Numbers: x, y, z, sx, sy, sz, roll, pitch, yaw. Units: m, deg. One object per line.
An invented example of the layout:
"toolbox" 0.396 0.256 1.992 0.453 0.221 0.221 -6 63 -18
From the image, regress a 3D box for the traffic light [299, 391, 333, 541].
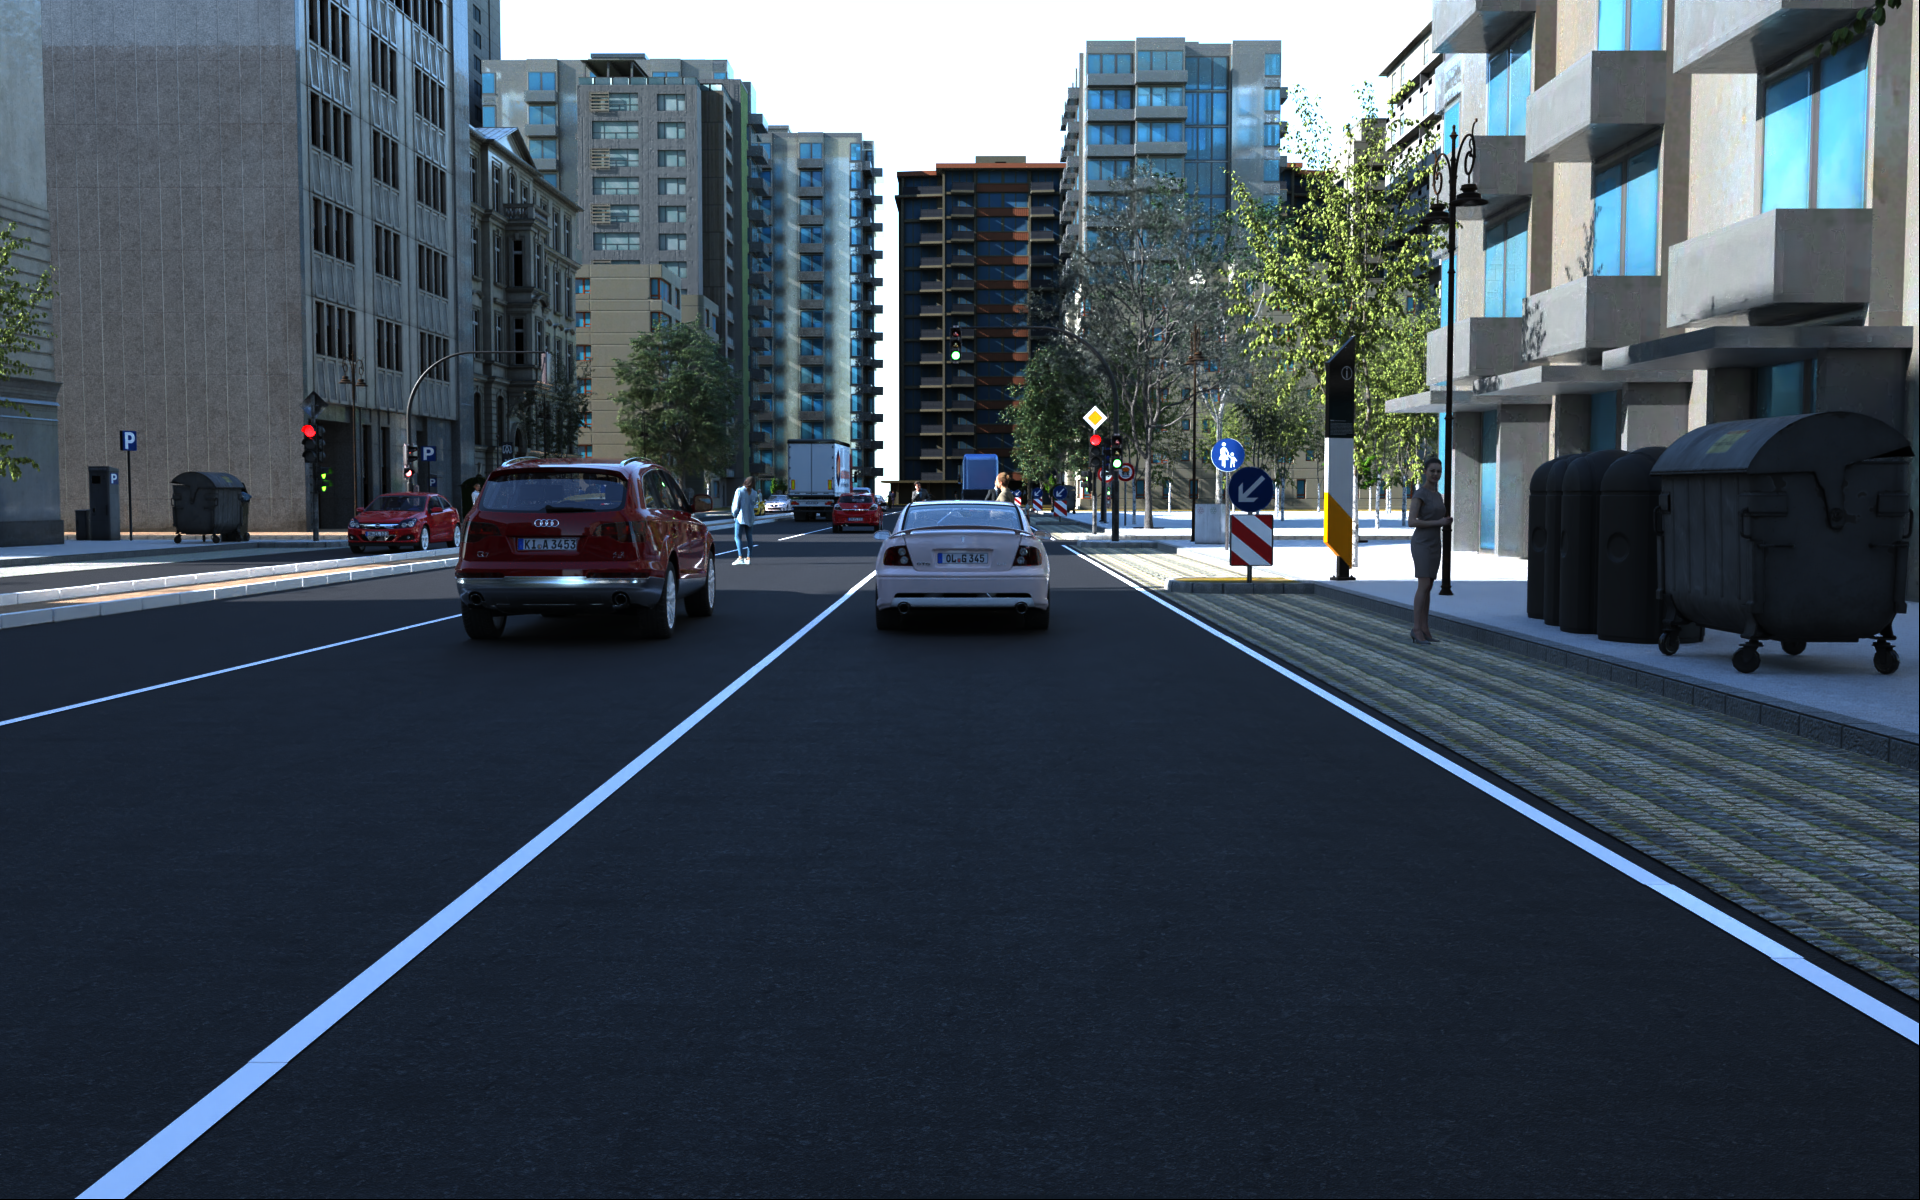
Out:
"traffic light" -17.561 -3.562 47.156 0.839 4.253 0.868 0 4 0

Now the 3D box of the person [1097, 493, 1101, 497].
"person" 11.711 -8.227 140.689 1.348 1.807 0.705 2 4 30

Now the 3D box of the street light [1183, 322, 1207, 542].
"street light" 6.313 -4.516 46.622 0.468 5.910 1.993 0 4 0

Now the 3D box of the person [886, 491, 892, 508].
"person" -7.136 -10.088 174.172 0.721 1.736 1.217 2 4 29

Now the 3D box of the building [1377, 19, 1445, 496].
"building" 59.914 -36.621 187.987 27.495 52.752 28.713 0 4 0

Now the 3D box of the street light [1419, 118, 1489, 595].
"street light" 6.183 -3.001 21.857 0.468 5.910 1.993 0 4 0

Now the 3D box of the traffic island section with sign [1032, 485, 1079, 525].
"traffic island section with sign" 4.509 -4.390 80.399 1.989 1.847 2.006 0 4 0

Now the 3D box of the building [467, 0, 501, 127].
"building" -63.248 -46.137 192.584 20.611 71.187 20.563 0 4 0

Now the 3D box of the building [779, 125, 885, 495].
"building" -25.091 -37.186 227.595 30.456 49.044 23.786 0 4 0

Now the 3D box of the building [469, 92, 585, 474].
"building" -29.906 -16.858 94.708 14.460 24.649 34.723 0 4 0

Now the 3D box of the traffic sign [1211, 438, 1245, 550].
"traffic sign" 6.098 -2.409 39.491 0.768 2.556 0.104 0 4 6

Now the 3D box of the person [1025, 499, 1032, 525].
"person" 2.632 -3.275 66.728 0.352 1.250 0.332 3 5 41

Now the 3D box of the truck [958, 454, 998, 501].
"truck" 1.472 -7.379 110.401 2.967 4.110 18.799 0 4 -1

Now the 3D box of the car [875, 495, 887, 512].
"car" -6.984 -7.868 140.999 2.083 1.381 4.827 0 4 1

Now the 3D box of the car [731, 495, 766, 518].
"car" -12.732 -5.760 104.404 2.015 1.641 3.980 0 4 -1

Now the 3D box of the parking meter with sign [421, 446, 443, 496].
"parking meter with sign" -19.338 -4.135 63.872 0.543 3.016 1.738 0 4 -1

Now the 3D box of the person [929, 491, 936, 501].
"person" -3.373 -11.574 198.462 1.217 1.735 0.721 -1 4 -21

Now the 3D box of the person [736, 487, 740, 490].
"person" -10.420 -4.517 82.625 0.573 1.790 0.520 1 4 19

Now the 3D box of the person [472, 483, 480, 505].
"person" -16.652 -3.110 59.573 0.641 1.798 0.478 2 4 32

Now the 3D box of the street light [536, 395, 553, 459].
"street light" -19.337 -6.603 80.740 0.468 5.910 1.993 0 4 0

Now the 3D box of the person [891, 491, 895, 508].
"person" -7.184 -10.687 183.677 0.683 1.767 0.568 0 4 -4

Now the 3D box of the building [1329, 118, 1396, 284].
"building" 59.410 -36.865 226.440 21.600 48.544 21.300 0 4 0

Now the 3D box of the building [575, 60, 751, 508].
"building" -28.074 -29.494 165.829 14.154 41.232 14.086 0 4 0

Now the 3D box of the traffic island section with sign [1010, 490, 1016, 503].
"traffic island section with sign" 5.102 -9.071 156.935 1.989 1.847 2.006 0 4 0

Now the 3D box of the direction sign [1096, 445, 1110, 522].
"direction sign" 6.621 -5.391 80.148 0.876 3.537 0.379 -3 5 -43

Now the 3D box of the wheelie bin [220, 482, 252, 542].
"wheelie bin" -19.660 -2.385 46.907 0.980 1.594 0.693 0 4 4

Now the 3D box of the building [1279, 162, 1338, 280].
"building" 33.432 -34.987 226.667 28.867 44.769 22.147 0 4 0

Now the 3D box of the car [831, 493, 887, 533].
"car" -3.863 -3.464 65.671 2.155 1.783 4.494 0 4 -1

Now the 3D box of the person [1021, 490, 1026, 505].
"person" 7.534 -12.074 204.189 0.721 1.736 1.217 -2 4 -23

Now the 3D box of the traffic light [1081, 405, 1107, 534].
"traffic light" 4.262 -4.041 54.987 0.839 4.253 0.868 0 4 0

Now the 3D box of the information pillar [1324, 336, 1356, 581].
"information pillar" 5.627 -2.097 25.646 0.504 3.616 0.183 -2 4 -27

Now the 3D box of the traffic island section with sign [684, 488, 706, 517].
"traffic island section with sign" -16.807 -6.041 107.390 1.989 1.847 2.006 0 4 0

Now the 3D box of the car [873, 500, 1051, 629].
"car" 0.027 -0.450 19.723 2.083 1.381 4.827 0 3 0

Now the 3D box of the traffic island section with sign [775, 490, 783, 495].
"traffic island section with sign" -16.415 -9.094 157.308 1.989 1.847 2.006 0 4 0

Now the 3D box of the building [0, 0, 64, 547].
"building" -31.971 -11.627 39.259 18.267 20.994 9.793 0 4 0

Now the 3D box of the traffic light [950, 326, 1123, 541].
"traffic light" 2.108 -4.416 46.877 4.771 5.953 1.251 0 4 0

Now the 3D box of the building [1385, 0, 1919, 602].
"building" 20.961 -24.953 27.593 23.786 49.044 30.456 0 4 0

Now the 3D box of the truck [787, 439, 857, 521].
"truck" -7.408 -6.429 94.023 2.839 4.237 11.283 0 4 2

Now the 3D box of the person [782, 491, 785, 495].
"person" -16.118 -9.184 159.371 0.721 1.735 1.217 -3 5 -41

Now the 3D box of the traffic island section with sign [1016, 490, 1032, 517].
"traffic island section with sign" 4.717 -6.105 108.451 1.989 1.847 2.006 0 4 0

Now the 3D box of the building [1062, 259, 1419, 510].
"building" 23.865 -19.072 156.858 27.650 21.520 28.899 0 4 0

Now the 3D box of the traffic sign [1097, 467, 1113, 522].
"traffic sign" 6.557 -4.756 77.872 0.768 2.556 0.104 0 4 4

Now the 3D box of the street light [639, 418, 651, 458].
"street light" -19.249 -8.139 105.868 0.468 5.910 1.993 0 4 0

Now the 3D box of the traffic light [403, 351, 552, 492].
"traffic light" -15.406 -4.923 55.159 4.771 5.953 1.251 0 4 0

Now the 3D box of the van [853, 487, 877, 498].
"van" -6.356 -6.397 111.597 2.013 2.044 4.112 0 4 -1

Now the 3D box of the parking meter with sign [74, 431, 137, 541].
"parking meter with sign" -23.694 -3.162 47.953 1.738 3.016 0.543 1 4 14

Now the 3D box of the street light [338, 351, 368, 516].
"street light" -19.561 -5.088 55.976 0.468 5.910 1.993 0 4 0

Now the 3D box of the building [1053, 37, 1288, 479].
"building" 22.223 -34.690 186.790 23.786 49.044 30.456 0 4 0

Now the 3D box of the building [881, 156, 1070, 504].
"building" 4.567 -35.010 227.043 28.867 44.769 22.147 0 4 0

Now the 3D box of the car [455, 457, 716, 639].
"car" -3.889 -0.612 18.685 2.281 1.827 5.304 0 4 -1

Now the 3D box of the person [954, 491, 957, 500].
"person" -0.287 -8.606 149.927 0.721 1.735 1.217 0 4 1

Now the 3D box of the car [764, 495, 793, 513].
"car" -14.146 -7.495 134.905 2.083 1.381 4.827 0 4 2

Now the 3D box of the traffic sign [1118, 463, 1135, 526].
"traffic sign" 6.710 -4.290 70.249 0.768 2.556 0.104 0 4 1

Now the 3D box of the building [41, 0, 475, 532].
"building" -27.885 -15.253 67.411 12.078 24.808 19.932 0 4 0

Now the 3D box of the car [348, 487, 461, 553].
"car" -13.923 -2.108 43.503 2.155 1.783 4.494 0 4 0

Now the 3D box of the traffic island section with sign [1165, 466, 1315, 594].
"traffic island section with sign" 4.077 -1.040 25.638 1.989 1.847 2.006 0 4 0

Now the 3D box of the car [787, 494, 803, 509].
"car" -13.810 -8.253 144.530 1.945 1.707 3.694 0 4 0

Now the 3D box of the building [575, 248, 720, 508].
"building" -36.089 -18.349 145.040 27.650 21.520 28.899 0 4 0

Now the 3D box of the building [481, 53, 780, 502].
"building" -36.871 -34.977 191.477 30.456 49.044 23.786 0 4 0
